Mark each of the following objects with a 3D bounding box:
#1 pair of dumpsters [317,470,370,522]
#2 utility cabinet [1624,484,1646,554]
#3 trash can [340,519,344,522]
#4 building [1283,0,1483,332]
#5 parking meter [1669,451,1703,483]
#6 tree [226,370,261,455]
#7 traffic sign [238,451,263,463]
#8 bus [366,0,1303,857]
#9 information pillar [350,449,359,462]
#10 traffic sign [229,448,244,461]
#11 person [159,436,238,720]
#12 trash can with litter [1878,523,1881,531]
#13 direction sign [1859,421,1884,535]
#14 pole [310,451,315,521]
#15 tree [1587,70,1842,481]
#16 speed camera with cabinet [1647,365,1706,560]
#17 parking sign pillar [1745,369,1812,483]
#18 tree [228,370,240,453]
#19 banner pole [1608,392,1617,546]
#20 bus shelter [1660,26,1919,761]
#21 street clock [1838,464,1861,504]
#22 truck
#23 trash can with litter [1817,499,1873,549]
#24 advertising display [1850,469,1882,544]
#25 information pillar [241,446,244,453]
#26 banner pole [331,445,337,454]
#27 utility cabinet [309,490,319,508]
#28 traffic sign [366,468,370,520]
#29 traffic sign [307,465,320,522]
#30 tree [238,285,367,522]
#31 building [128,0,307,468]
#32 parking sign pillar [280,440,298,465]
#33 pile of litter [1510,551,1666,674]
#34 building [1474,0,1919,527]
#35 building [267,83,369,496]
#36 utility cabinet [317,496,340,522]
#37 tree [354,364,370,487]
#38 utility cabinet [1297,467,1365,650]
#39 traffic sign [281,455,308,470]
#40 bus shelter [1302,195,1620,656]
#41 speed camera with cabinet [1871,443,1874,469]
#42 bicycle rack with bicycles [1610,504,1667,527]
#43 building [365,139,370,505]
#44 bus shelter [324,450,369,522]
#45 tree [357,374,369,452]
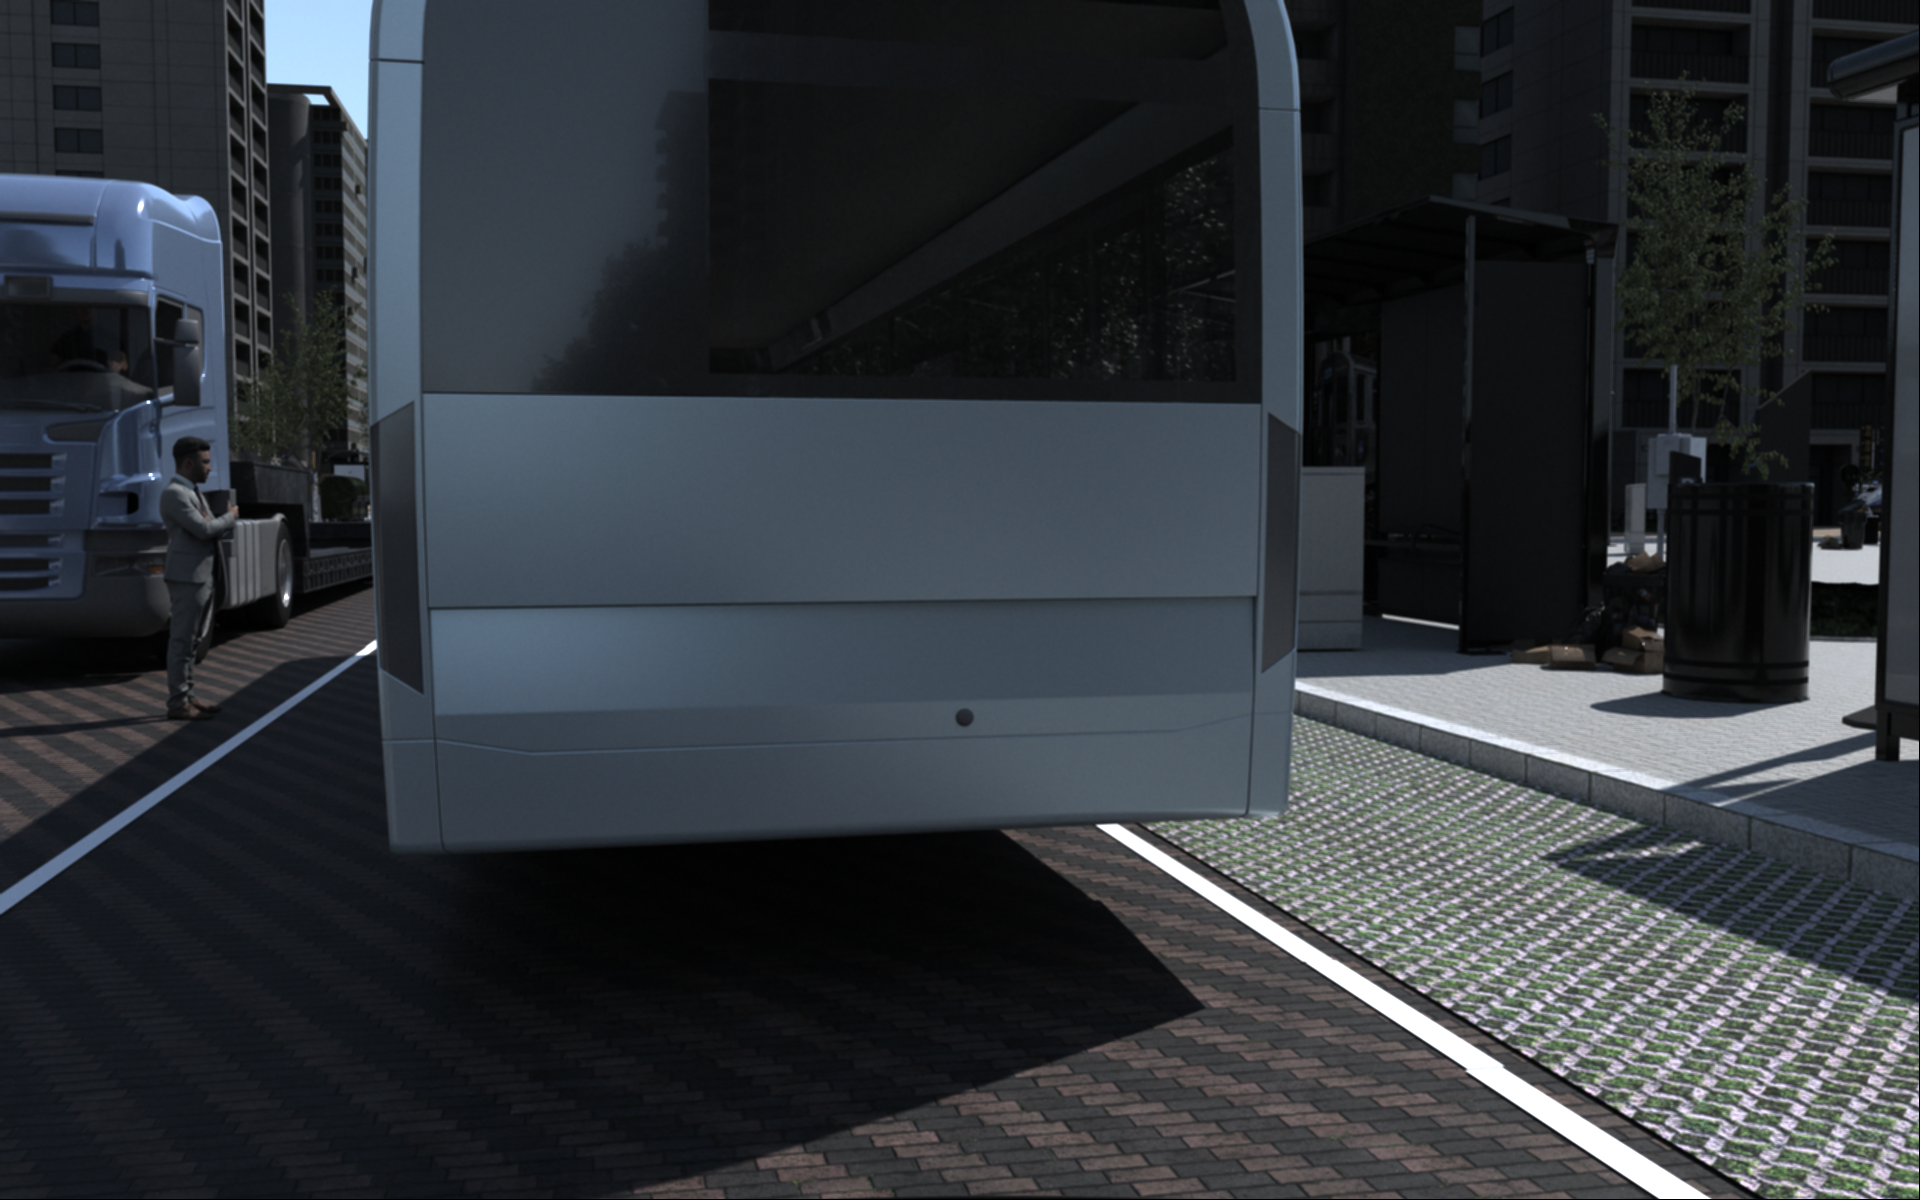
[{"bbox_3d":[-24.285,-4.021,68.230,1.574,2.255,4.437,-1,4,-12],"label":"pair of dumpsters"},{"bbox_3d":[14.344,-1.722,36.840,0.318,1.500,1.173,1,4,16],"label":"utility cabinet"},{"bbox_3d":[-27.310,-3.926,75.844,0.748,1.137,0.748,0,3,0],"label":"trash can"},{"bbox_3d":[10.076,-17.999,65.992,14.107,30.474,14.160,-1,4,-12],"label":"building"},{"bbox_3d":[9.858,-1.091,23.552,0.399,1.863,0.255,0,4,8],"label":"parking meter"},{"bbox_3d":[-44.225,-9.396,103.994,4.360,8.622,3.978,0,3,0],"label":"tree"},{"bbox_3d":[-20.949,-3.116,51.057,0.768,2.556,0.104,-1,4,-12],"label":"traffic sign"},{"bbox_3d":[-1.784,-0.994,11.111,2.948,3.499,13.247,-1,4,-13],"label":"bus"},{"bbox_3d":[-31.095,-5.973,89.017,0.183,3.616,0.504,3,5,42],"label":"information pillar"},{"bbox_3d":[-15.323,-1.997,36.290,0.795,2.450,0.064,-1,4,-12],"label":"traffic sign"},{"bbox_3d":[-4.873,-0.149,11.121,0.466,1.800,0.511,-2,4,-25],"label":"person"},{"bbox_3d":[32.179,-2.979,60.100,1.055,1.170,0.624,1,4,18],"label":"trash can with litter"},{"bbox_3d":[28.521,-3.793,54.017,0.876,3.537,0.379,2,4,30],"label":"direction sign"},{"bbox_3d":[-30.931,-5.443,82.830,0.158,3.312,0.155,0,3,0],"label":"pole"},{"bbox_3d":[12.861,-4.894,30.378,4.737,8.622,4.395,0,3,0],"label":"tree"},{"bbox_3d":[11.550,-1.954,26.287,0.660,3.252,2.038,-3,5,-42],"label":"speed camera with cabinet"},{"bbox_3d":[17.677,-2.996,37.462,1.447,3.967,1.447,-1,4,-15],"label":"parking sign pillar"},{"bbox_3d":[-39.467,-9.017,97.785,4.737,8.622,4.395,0,3,0],"label":"tree"},{"bbox_3d":[16.088,-3.230,42.831,0.401,3.779,0.863,1,4,23],"label":"banner pole"},{"bbox_3d":[5.509,-1.794,6.964,2.179,5.291,8.768,-1,4,-12],"label":"bus shelter"},{"bbox_3d":[21.760,-2.315,42.416,0.471,2.002,0.358,1,4,17],"label":"street clock"},{"bbox_3d":[-9.015,-1.923,21.202,2.967,4.110,18.799,-1,4,-12],"label":"truck"},{"bbox_3d":[20.528,-1.761,40.187,1.055,1.170,0.624,-1,4,-9],"label":"trash can with litter"},{"bbox_3d":[23.389,-2.401,44.474,0.974,1.923,0.123,1,4,16],"label":"advertising display"},{"bbox_3d":[-34.846,-5.681,84.235,0.183,3.616,0.504,-2,4,-30],"label":"information pillar"},{"bbox_3d":[-31.988,-6.047,88.891,0.863,3.779,0.401,1,4,16],"label":"banner pole"},{"bbox_3d":[-33.221,-4.856,88.066,1.173,1.500,0.318,-2,4,-31],"label":"utility cabinet"},{"bbox_3d":[-29.578,-5.283,86.383,0.884,2.594,0.081,0,4,-3],"label":"traffic sign"},{"bbox_3d":[-25.737,-4.126,68.642,0.795,2.450,0.064,0,4,-8],"label":"traffic sign"},{"bbox_3d":[-22.864,-6.771,61.067,4.737,8.622,4.395,0,3,0],"label":"tree"},{"bbox_3d":[-58.139,-41.800,121.684,20.563,71.187,20.611,-1,4,-12],"label":"building"},{"bbox_3d":[-32.661,-5.866,84.377,1.447,3.967,1.447,0,4,-2],"label":"parking sign pillar"},{"bbox_3d":[4.856,0.071,12.798,1.176,0.858,1.719,-1,4,-19],"label":"pile of litter"},{"bbox_3d":[33.635,-38.998,75.875,20.611,71.187,20.563,-1,4,-12],"label":"building"},{"bbox_3d":[-67.649,-28.640,160.145,23.993,40.220,32.217,-1,4,-12],"label":"building"},{"bbox_3d":[-27.138,-3.860,74.266,0.306,1.237,1.020,3,5,42],"label":"utility cabinet"},{"bbox_3d":[-30.450,-8.705,92.684,4.360,8.622,3.978,0,3,0],"label":"tree"},{"bbox_3d":[2.677,-0.333,14.131,1.173,1.500,0.318,-1,4,-9],"label":"utility cabinet"},{"bbox_3d":[-16.983,-2.475,44.101,0.795,2.450,0.064,-1,4,-12],"label":"traffic sign"},{"bbox_3d":[3.888,-1.564,16.851,1.731,3.624,6.357,-1,4,-12],"label":"bus shelter"},{"bbox_3d":[35.794,-4.426,66.706,2.038,3.252,0.660,1,4,12],"label":"speed camera with cabinet"},{"bbox_3d":[24.199,-2.975,62.018,2.852,0.926,2.925,-1,4,-10],"label":"bicycle rack with bicycles"},{"bbox_3d":[-76.125,-34.332,215.952,28.867,44.769,22.147,-1,4,-12],"label":"building"},{"bbox_3d":[-28.616,-5.388,82.016,2.014,3.302,5.546,-1,4,-12],"label":"bus shelter"},{"bbox_3d":[-34.318,-11.903,111.623,9.611,12.733,9.660,0,3,0],"label":"tree"}]
